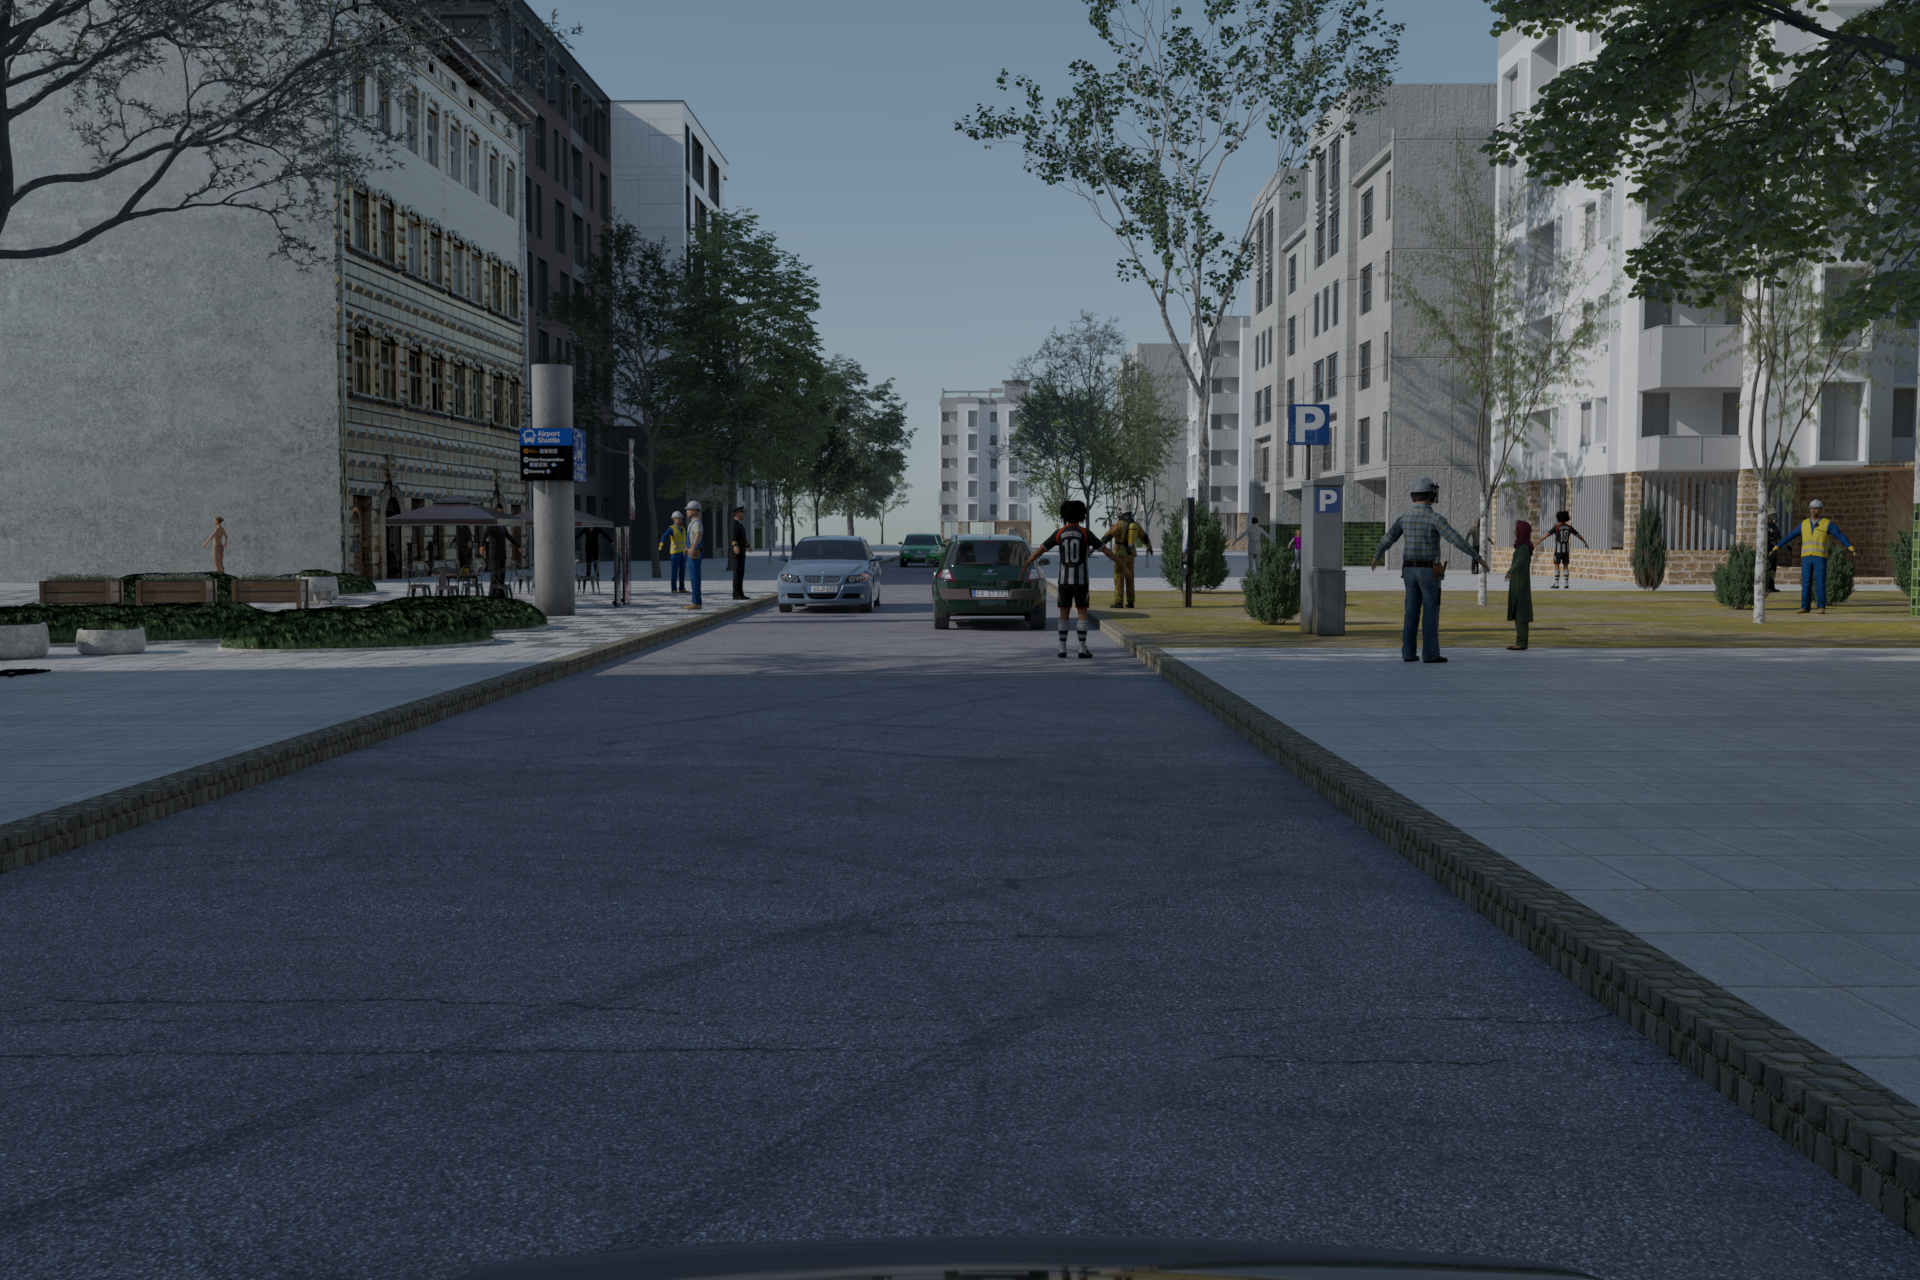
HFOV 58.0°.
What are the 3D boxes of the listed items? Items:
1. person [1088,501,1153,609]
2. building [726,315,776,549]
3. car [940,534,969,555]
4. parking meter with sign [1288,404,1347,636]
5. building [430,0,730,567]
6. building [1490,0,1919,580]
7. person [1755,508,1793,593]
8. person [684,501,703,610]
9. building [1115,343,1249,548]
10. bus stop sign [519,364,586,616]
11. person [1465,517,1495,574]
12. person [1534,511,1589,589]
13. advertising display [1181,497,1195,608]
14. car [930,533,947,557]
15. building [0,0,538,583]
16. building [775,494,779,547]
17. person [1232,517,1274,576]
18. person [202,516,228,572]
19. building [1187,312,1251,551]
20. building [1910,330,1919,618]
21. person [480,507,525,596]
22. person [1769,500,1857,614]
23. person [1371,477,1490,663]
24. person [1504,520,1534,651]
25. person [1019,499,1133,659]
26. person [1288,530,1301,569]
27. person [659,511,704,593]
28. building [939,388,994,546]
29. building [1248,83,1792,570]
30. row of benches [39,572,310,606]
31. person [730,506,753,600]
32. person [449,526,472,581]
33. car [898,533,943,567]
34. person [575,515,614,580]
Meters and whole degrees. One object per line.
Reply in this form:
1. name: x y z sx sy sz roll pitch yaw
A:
1. person: 2.829 -1.479 29.944 1.354 1.858 0.705 -2 4 -30
2. building: -25.749 -16.982 144.112 16.747 18.905 31.486 0 4 1
3. car: 0.332 -3.134 63.042 2.131 1.459 4.920 0 4 0
4. parking meter with sign: 4.679 -1.604 22.480 0.543 3.016 1.738 0 3 0
5. building: -26.970 -14.436 80.002 27.936 21.610 32.646 0 4 1
6. building: 22.895 -12.207 56.000 16.016 20.090 11.380 0 4 1
7. person: 17.838 -1.976 38.091 1.354 1.856 0.705 -2 4 -35
8. person: -4.541 -1.444 29.470 0.705 1.847 1.347 -1 4 -13
9. building: 24.842 -18.511 169.109 16.747 18.905 31.486 0 4 1
10. bus stop sign: -6.373 -2.334 27.169 0.837 3.901 0.837 0 4 1
11. person: 16.573 -3.014 55.413 1.348 1.813 0.705 -2 4 -33
12. person: 14.124 -2.112 40.667 1.345 1.843 0.704 0 4 0
13. advertising display: 4.013 -1.548 30.523 0.123 1.923 0.974 0 4 1
14. car: -1.638 -4.953 89.779 1.959 1.807 4.718 0 4 0
15. building: -25.066 -13.618 53.583 19.493 23.208 18.063 0 4 1
16. building: -23.230 -14.537 179.829 9.099 9.664 28.070 0 4 0
17. person: 9.073 -2.890 53.446 1.347 1.806 0.705 0 4 -8
18. person: -18.940 -2.279 44.069 0.721 1.733 1.217 0 4 2
19. building: 24.551 -17.767 146.903 16.016 20.090 11.380 0 4 1
20. building: 23.067 -8.808 10.475 16.747 18.905 31.486 0 3 0
21. person: -8.844 -1.653 33.252 0.704 1.802 1.346 1 4 21
22. person: 13.784 -1.345 27.952 0.705 1.833 1.349 -3 5 -44
23. person: 4.650 -0.703 17.331 0.704 1.849 1.345 -3 5 -42
24. person: 6.149 -0.609 19.172 0.599 1.438 0.989 2 4 26
25. person: 1.318 -0.697 20.004 1.345 1.843 0.704 1 4 14
26. person: 11.550 -3.036 58.897 0.991 1.433 0.599 -2 4 -25
27. person: -6.046 -1.898 37.490 0.721 1.772 1.216 3 5 40
28. building: -2.391 -21.910 217.104 11.380 20.090 16.016 0 4 6
29. building: 23.721 -12.861 76.727 16.747 18.905 31.486 0 4 1
30. row of benches: -12.658 -0.755 27.800 4.104 0.672 1.422 -1 4 -9
31. person: -4.302 -1.710 33.893 0.705 1.837 1.347 0 4 5
32. person: -13.639 -2.528 47.475 0.704 1.812 1.346 -3 5 -39
33. car: -1.722 -4.126 76.257 1.959 1.807 4.718 0 4 0
34. person: -10.177 -2.550 47.882 1.347 1.806 0.705 0 4 -1
